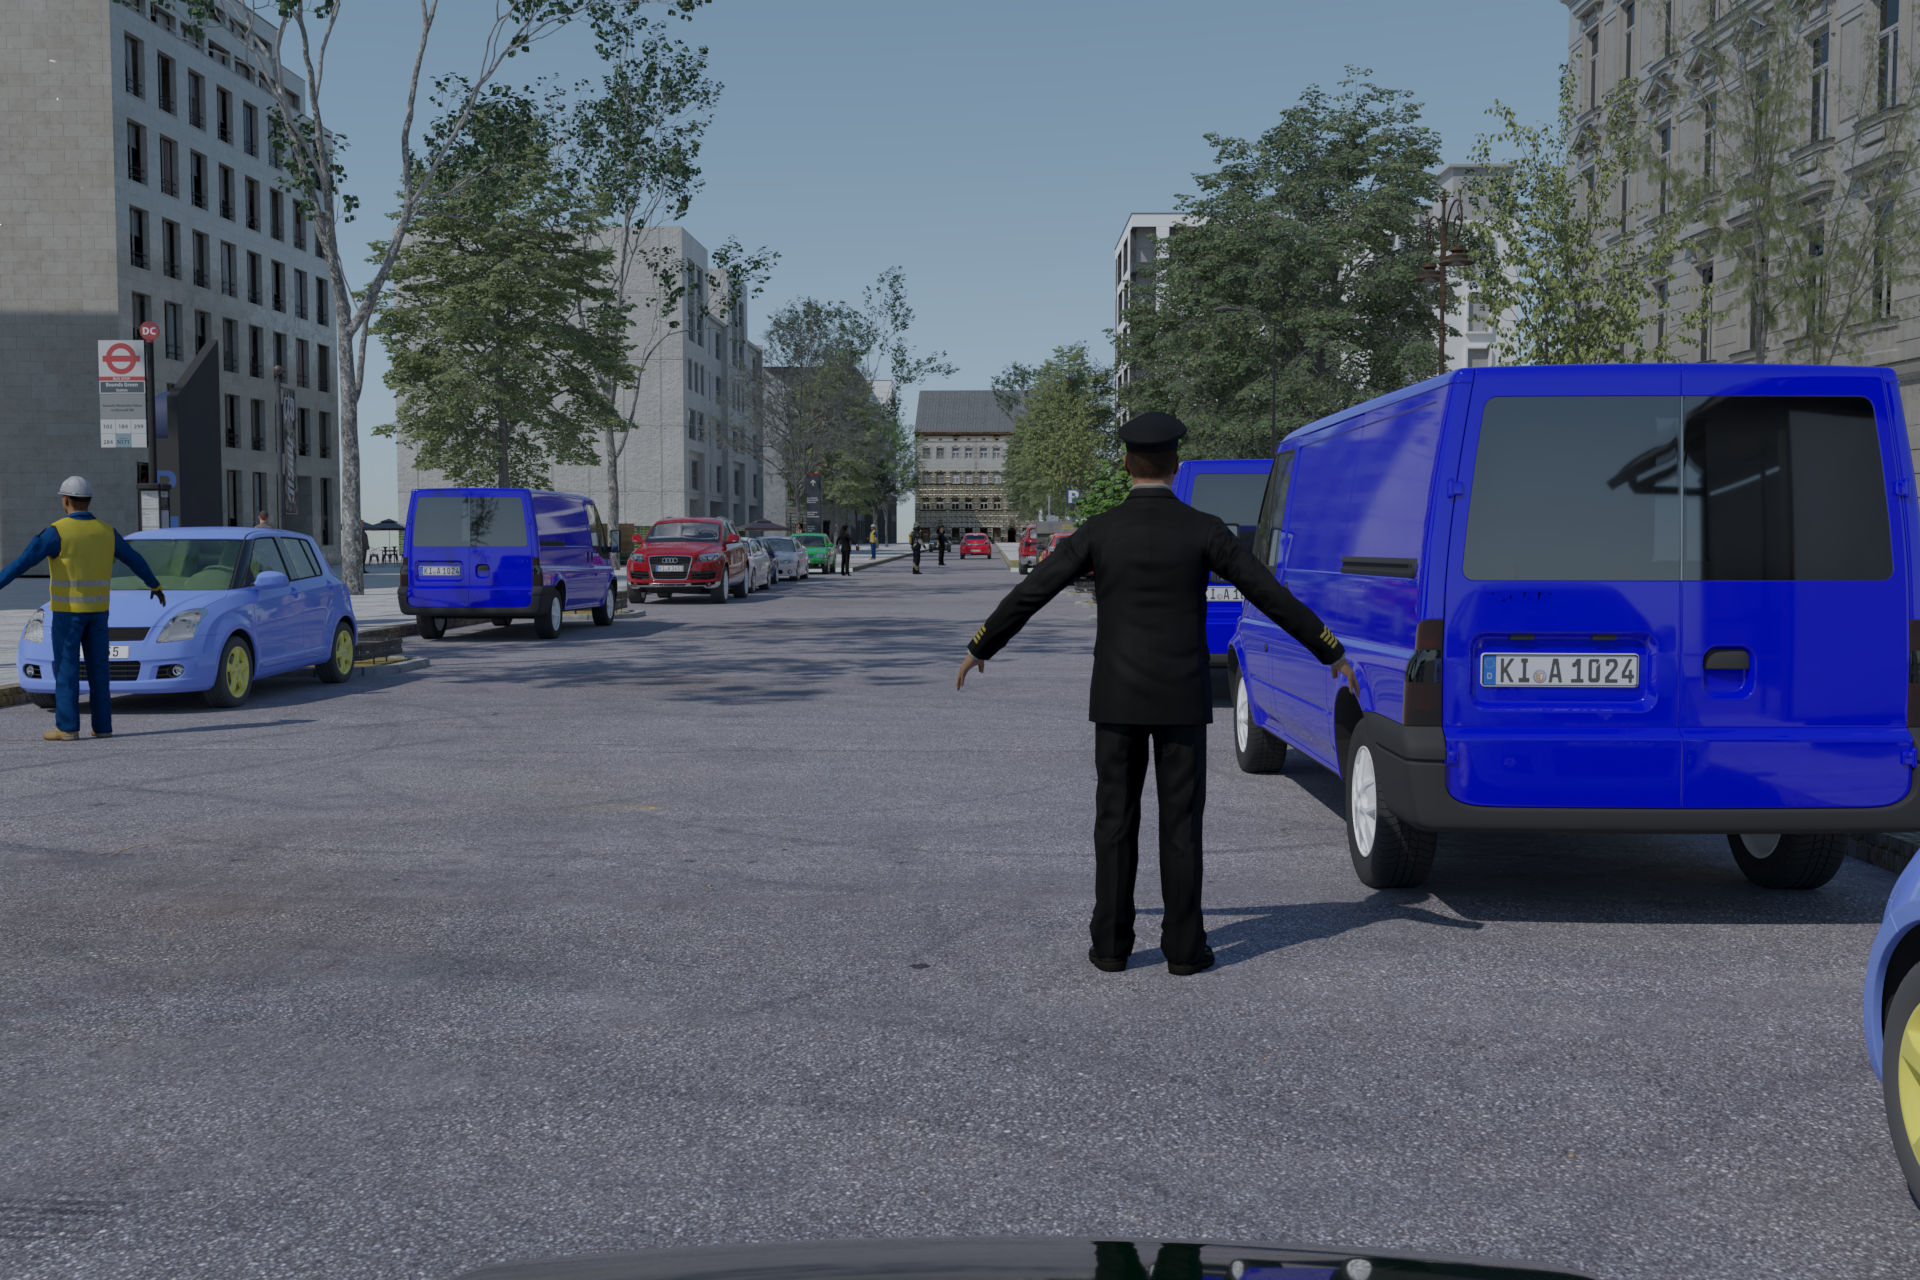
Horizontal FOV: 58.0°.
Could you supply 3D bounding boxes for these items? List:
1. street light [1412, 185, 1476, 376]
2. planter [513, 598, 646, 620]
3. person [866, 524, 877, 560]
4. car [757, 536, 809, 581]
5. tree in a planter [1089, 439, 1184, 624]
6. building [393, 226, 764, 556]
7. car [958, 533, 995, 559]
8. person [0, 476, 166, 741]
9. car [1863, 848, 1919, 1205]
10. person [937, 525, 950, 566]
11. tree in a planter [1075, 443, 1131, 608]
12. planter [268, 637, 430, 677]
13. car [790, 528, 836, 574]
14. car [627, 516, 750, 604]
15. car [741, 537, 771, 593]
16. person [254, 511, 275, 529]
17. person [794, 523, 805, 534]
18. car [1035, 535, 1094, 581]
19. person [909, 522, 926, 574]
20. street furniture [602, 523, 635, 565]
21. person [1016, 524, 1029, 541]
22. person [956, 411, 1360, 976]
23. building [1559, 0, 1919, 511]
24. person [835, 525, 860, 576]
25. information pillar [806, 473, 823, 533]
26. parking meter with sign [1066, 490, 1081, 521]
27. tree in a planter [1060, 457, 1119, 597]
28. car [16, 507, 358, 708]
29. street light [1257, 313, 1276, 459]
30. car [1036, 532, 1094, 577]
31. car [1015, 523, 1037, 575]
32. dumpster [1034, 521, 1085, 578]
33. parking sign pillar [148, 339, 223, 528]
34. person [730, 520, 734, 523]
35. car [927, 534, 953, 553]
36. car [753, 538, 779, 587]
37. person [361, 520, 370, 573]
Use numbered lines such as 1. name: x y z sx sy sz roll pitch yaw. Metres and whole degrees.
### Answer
1. street light: 6.506 -3.098 23.448 0.468 5.910 1.993 0 4 1
2. planter: -6.517 -0.537 29.926 1.991 0.319 1.994 0 4 1
3. person: -4.407 -4.889 86.401 0.721 1.772 1.216 -2 4 -24
4. car: -5.815 -2.561 54.238 2.083 1.381 4.827 0 4 1
5. tree in a planter: 3.111 -1.893 28.171 1.991 3.239 1.994 0 4 2
6. building: -23.804 -15.250 115.791 16.747 18.905 31.486 0 4 2
7. car: 0.921 -5.548 99.747 2.155 1.783 4.494 0 4 1
8. person: -6.171 -0.226 12.118 0.705 1.833 1.349 3 4 37
9. car: 2.789 0.444 2.340 1.945 1.707 3.694 0 4 1
10. person: -0.812 -4.306 78.803 0.705 1.837 1.347 1 4 22
11. tree in a planter: 3.270 -2.255 34.094 1.991 3.239 1.994 0 4 2
12. planter: -6.747 0.174 18.299 1.991 0.319 1.994 0 4 2
13. car: -5.519 -3.317 63.035 1.959 1.807 4.718 0 4 1
14. car: -5.808 -1.759 37.425 2.281 1.827 5.304 0 4 1
15. car: -5.867 -1.897 43.383 2.083 1.381 4.827 0 4 1
16. person: -14.400 -1.783 35.722 0.617 1.759 0.750 -3 4 -37
17. person: -7.858 -4.801 84.647 1.345 1.843 0.704 2 4 33
18. car: 3.369 -2.683 54.091 2.015 1.641 3.980 0 4 1
19. person: -1.520 -3.266 61.634 0.705 1.856 1.354 -1 4 -20
20. street furniture: -15.257 -4.022 72.610 11.010 1.723 9.812 -2 4 -30
21. person: 3.676 -5.298 92.803 1.347 1.806 0.705 -1 4 -9
22. person: 0.632 0.164 5.711 1.347 1.837 0.705 1 4 11
23. building: 27.489 -15.840 35.401 17.030 29.872 44.131 0 4 1
24. person: -3.863 -3.064 59.281 1.216 1.740 0.721 3 5 44
25. information pillar: -6.237 -5.185 74.149 0.750 3.857 0.750 0 4 2
26. parking meter with sign: 4.449 -4.344 67.281 0.543 3.016 1.738 0 3 0
27. tree in a planter: 3.329 -2.627 40.175 1.991 3.239 1.994 0 4 1
28. car: -6.769 -0.355 15.398 1.945 1.707 3.694 0 4 1
29. street light: 6.968 -3.851 35.505 1.470 5.913 1.316 0 4 1
30. car: 3.284 -2.492 49.791 2.155 1.783 4.494 0 4 1
31. car: 3.137 -3.296 62.564 2.281 1.827 5.304 0 4 1
32. dumpster: 3.380 -2.988 57.062 1.865 1.857 1.264 0 4 1
33. parking sign pillar: -10.470 -2.139 23.442 1.447 3.967 1.447 0 4 0
34. person: -9.540 -4.061 72.164 0.705 1.858 1.354 0 4 -8
35. car: -1.567 -7.708 135.806 2.009 1.686 4.222 0 4 1
36. car: -6.123 -2.198 48.512 1.945 1.354 3.894 0 4 1
37. person: -19.490 -3.055 56.538 0.434 1.755 0.990 0 4 1
